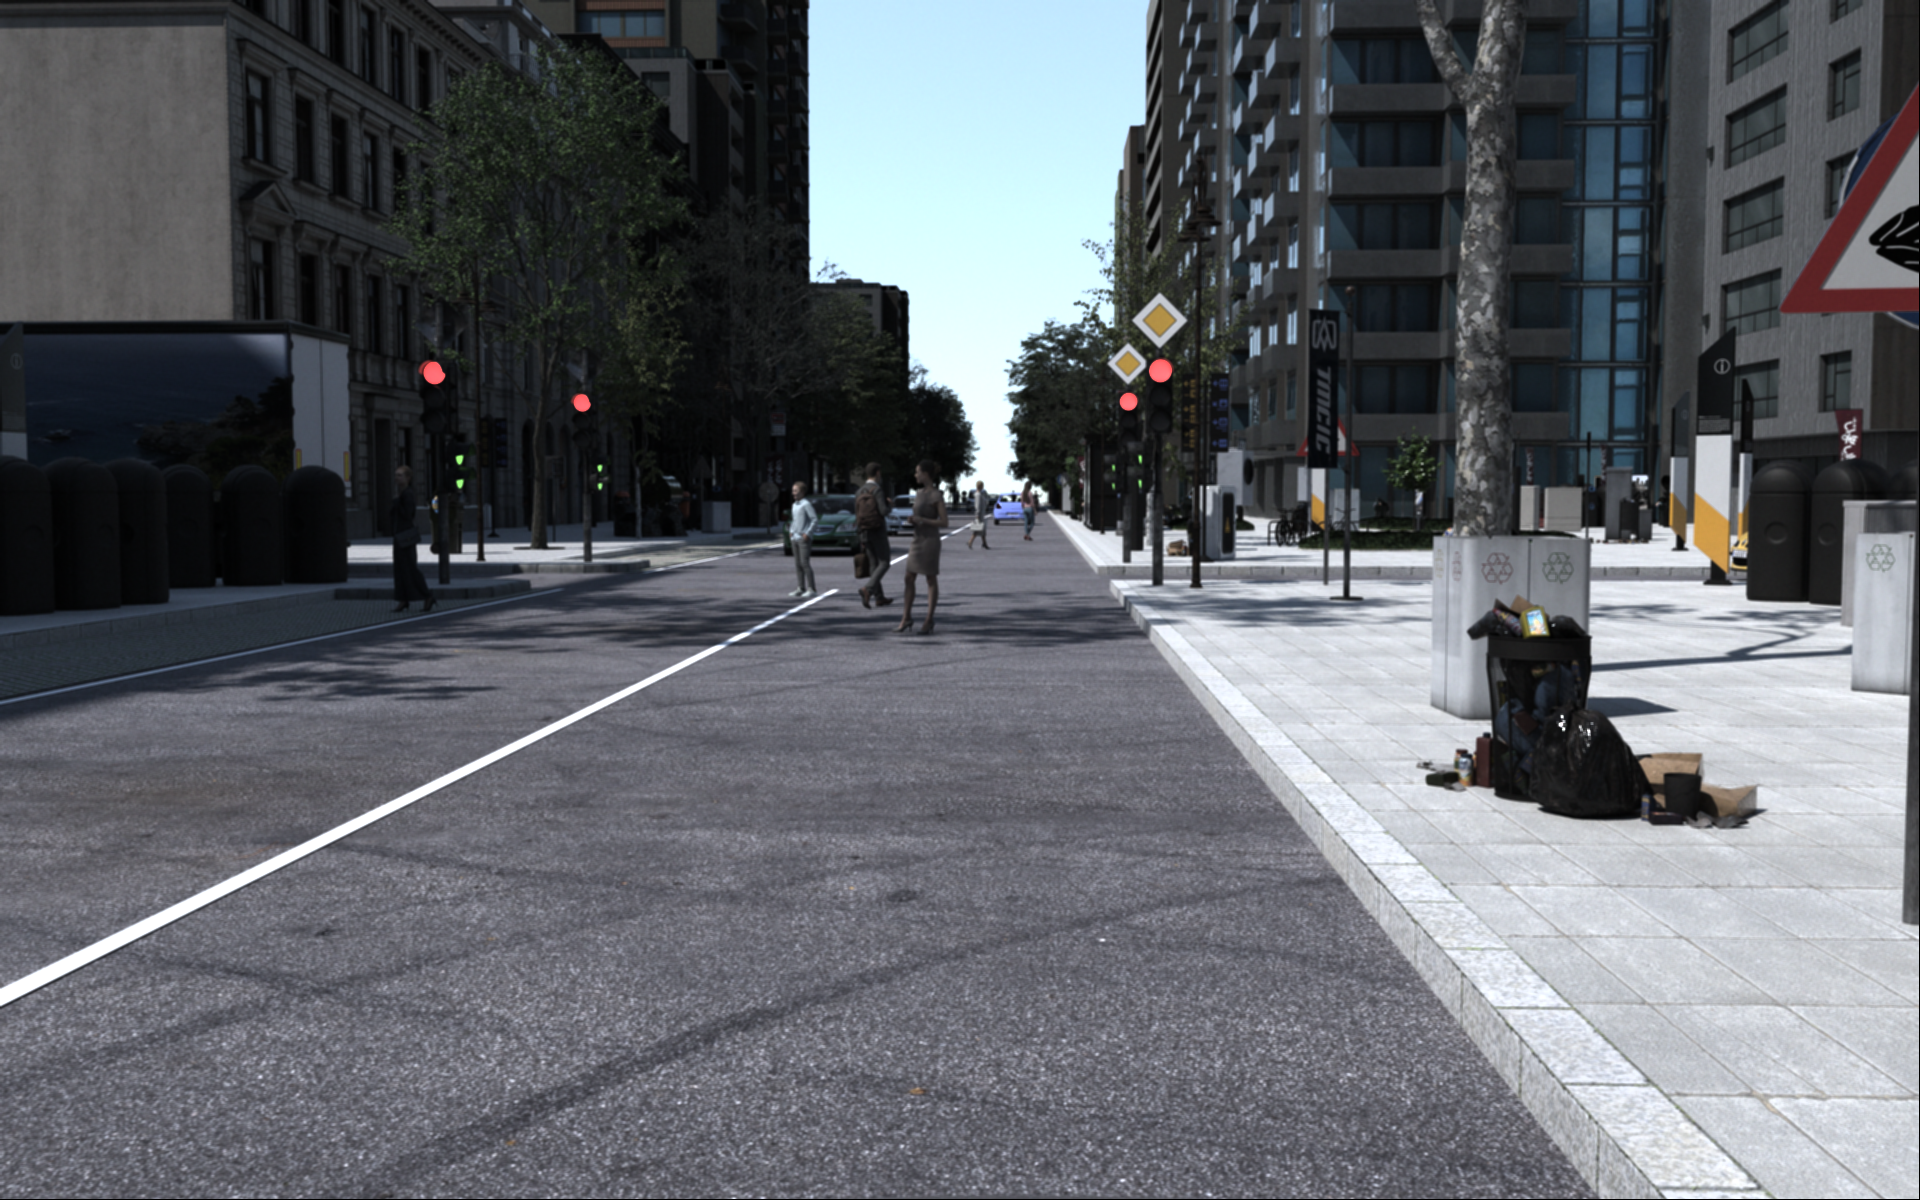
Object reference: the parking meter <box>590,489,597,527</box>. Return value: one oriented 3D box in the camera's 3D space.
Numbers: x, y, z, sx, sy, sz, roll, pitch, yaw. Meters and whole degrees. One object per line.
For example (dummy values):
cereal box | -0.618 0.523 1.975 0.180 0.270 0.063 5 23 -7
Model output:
parking meter | -14.227 -3.574 66.839 0.372 1.533 0.369 0 3 0

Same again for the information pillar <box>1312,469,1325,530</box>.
information pillar | 10.216 -3.525 48.983 0.504 3.616 0.183 1 4 19

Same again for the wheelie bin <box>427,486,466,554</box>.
wheelie bin | -11.009 -1.793 37.226 0.693 1.594 0.980 0 4 -1

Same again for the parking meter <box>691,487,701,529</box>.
parking meter | -9.832 -3.437 64.603 0.372 1.533 0.369 0 3 0

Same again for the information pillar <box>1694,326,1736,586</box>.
information pillar | 10.628 -2.020 24.374 0.504 3.616 0.183 3 5 39

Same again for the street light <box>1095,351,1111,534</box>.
street light | 4.577 -5.053 55.410 0.468 5.910 1.993 0 4 2

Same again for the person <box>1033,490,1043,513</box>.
person | 6.019 -7.624 133.947 0.742 1.727 0.445 -1 4 -9

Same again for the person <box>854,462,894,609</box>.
person | -1.111 -0.822 21.907 0.622 1.834 0.822 3 4 37

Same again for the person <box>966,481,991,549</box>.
person | 0.477 -2.208 44.959 0.624 1.780 0.694 1 4 10

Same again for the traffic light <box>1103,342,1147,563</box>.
traffic light | 3.093 -2.646 32.187 0.839 4.253 0.868 0 4 2

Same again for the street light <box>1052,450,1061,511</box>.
street light | 8.748 -11.278 157.182 0.468 5.910 1.993 0 4 2

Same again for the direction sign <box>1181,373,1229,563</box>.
direction sign | 4.592 -2.477 32.500 0.876 3.537 0.379 1 4 10

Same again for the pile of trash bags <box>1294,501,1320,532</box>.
pile of trash bags | 12.483 -3.000 58.804 1.912 1.369 3.447 0 4 -4

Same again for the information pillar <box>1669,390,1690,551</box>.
information pillar | 16.239 -2.919 39.080 0.504 3.616 0.183 -2 4 -28

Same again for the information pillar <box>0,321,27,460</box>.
information pillar | -12.748 -1.955 23.314 0.183 3.616 0.504 1 4 10

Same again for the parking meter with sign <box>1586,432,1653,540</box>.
parking meter with sign | 18.365 -3.178 48.220 1.738 3.016 0.543 1 4 22

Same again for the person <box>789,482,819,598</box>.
person | -2.216 -0.848 24.180 0.330 1.601 0.589 -2 4 -29

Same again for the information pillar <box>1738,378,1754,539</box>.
information pillar | 15.973 -2.683 35.215 0.183 3.616 0.504 3 5 43

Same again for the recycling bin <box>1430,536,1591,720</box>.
recycling bin | 3.215 0.147 10.158 0.722 1.027 0.722 0 4 -1

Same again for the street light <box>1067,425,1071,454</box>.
street light | 6.664 -8.191 106.712 0.468 5.910 1.993 0 4 2

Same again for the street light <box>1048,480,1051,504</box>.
street light | 9.845 -12.865 183.135 0.468 5.910 1.993 0 4 2

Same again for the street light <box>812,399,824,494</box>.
street light | -6.902 -6.829 84.449 0.468 5.910 1.993 0 4 2

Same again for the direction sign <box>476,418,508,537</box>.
direction sign | -13.904 -3.640 51.519 0.876 3.537 0.379 -2 4 -23

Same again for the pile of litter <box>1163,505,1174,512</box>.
pile of litter | 8.380 -3.380 69.225 1.719 0.858 1.176 3 5 40

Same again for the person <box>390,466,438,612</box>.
person | -6.679 -0.738 20.990 0.576 1.772 0.534 3 5 42

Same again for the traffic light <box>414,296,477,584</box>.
traffic light | -7.345 -2.183 24.616 0.839 4.253 0.868 0 4 2

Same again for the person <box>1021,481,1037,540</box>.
person | 2.142 -2.756 53.575 0.555 1.821 0.388 2 4 31

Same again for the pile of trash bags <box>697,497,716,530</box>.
pile of trash bags | -9.476 -3.140 61.091 1.912 1.369 3.447 0 4 0

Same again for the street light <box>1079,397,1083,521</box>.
street light | 5.655 -6.629 81.166 0.468 5.910 1.993 0 4 2

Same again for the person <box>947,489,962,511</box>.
person | -0.450 -8.391 145.686 1.348 1.826 0.705 -1 4 -16

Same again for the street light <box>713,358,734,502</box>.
street light | -8.015 -5.268 58.927 0.468 5.910 1.993 0 4 2

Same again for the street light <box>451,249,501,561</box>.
street light | -9.157 -3.678 32.928 0.468 5.910 1.993 0 4 2

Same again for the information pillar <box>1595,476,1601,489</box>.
information pillar | 26.253 -4.078 71.169 0.304 2.012 0.304 2 4 31

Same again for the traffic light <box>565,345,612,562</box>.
traffic light | -7.010 -2.671 32.594 0.839 4.253 0.868 0 4 2

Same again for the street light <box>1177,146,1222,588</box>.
street light | 3.225 -3.101 23.482 0.468 5.910 1.993 0 4 2

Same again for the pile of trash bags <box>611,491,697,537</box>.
pile of trash bags | -9.761 -2.640 52.920 1.912 1.369 3.447 -2 4 -35

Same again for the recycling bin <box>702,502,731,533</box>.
recycling bin | -8.000 -2.710 56.854 0.722 1.027 0.722 -3 5 -41

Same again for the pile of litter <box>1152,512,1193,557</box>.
pile of litter | 4.801 -1.348 36.013 1.719 0.858 1.176 0 4 2

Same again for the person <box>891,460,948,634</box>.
person | -0.405 -0.545 17.750 0.374 1.781 0.599 -3 4 -38

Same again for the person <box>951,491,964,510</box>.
person | -0.210 -9.005 156.408 1.217 1.739 0.721 0 4 5

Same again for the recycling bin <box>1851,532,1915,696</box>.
recycling bin | 6.304 0.081 11.232 0.722 1.027 0.722 -3 5 -40

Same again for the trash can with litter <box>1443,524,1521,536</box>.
trash can with litter | 5.069 -0.297 16.246 1.055 1.170 0.624 -2 4 -28

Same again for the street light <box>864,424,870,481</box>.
street light | -5.844 -8.356 109.413 0.468 5.910 1.993 0 4 2

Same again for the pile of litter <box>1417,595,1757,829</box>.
pile of litter | 2.656 0.399 7.444 1.176 0.858 1.719 0 4 -5

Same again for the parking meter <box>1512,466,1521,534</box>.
parking meter | 11.643 -1.895 36.691 0.399 1.863 0.255 3 4 37

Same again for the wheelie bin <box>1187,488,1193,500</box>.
wheelie bin | 12.371 -5.142 91.981 0.693 1.594 0.980 0 4 3

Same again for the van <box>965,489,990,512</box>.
van | 1.399 -8.039 138.456 2.013 2.044 4.112 0 4 3

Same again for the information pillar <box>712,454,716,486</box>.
information pillar | -14.443 -6.750 101.717 0.183 3.616 0.504 -2 4 -33

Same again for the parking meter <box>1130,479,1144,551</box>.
parking meter | 3.985 -2.050 39.234 0.255 1.863 0.399 2 4 28

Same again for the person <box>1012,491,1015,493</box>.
person | 4.952 -9.487 164.136 0.750 1.759 0.617 -2 4 -30

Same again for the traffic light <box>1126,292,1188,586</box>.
traffic light | 2.758 -2.158 24.208 0.839 4.253 0.868 0 4 2
